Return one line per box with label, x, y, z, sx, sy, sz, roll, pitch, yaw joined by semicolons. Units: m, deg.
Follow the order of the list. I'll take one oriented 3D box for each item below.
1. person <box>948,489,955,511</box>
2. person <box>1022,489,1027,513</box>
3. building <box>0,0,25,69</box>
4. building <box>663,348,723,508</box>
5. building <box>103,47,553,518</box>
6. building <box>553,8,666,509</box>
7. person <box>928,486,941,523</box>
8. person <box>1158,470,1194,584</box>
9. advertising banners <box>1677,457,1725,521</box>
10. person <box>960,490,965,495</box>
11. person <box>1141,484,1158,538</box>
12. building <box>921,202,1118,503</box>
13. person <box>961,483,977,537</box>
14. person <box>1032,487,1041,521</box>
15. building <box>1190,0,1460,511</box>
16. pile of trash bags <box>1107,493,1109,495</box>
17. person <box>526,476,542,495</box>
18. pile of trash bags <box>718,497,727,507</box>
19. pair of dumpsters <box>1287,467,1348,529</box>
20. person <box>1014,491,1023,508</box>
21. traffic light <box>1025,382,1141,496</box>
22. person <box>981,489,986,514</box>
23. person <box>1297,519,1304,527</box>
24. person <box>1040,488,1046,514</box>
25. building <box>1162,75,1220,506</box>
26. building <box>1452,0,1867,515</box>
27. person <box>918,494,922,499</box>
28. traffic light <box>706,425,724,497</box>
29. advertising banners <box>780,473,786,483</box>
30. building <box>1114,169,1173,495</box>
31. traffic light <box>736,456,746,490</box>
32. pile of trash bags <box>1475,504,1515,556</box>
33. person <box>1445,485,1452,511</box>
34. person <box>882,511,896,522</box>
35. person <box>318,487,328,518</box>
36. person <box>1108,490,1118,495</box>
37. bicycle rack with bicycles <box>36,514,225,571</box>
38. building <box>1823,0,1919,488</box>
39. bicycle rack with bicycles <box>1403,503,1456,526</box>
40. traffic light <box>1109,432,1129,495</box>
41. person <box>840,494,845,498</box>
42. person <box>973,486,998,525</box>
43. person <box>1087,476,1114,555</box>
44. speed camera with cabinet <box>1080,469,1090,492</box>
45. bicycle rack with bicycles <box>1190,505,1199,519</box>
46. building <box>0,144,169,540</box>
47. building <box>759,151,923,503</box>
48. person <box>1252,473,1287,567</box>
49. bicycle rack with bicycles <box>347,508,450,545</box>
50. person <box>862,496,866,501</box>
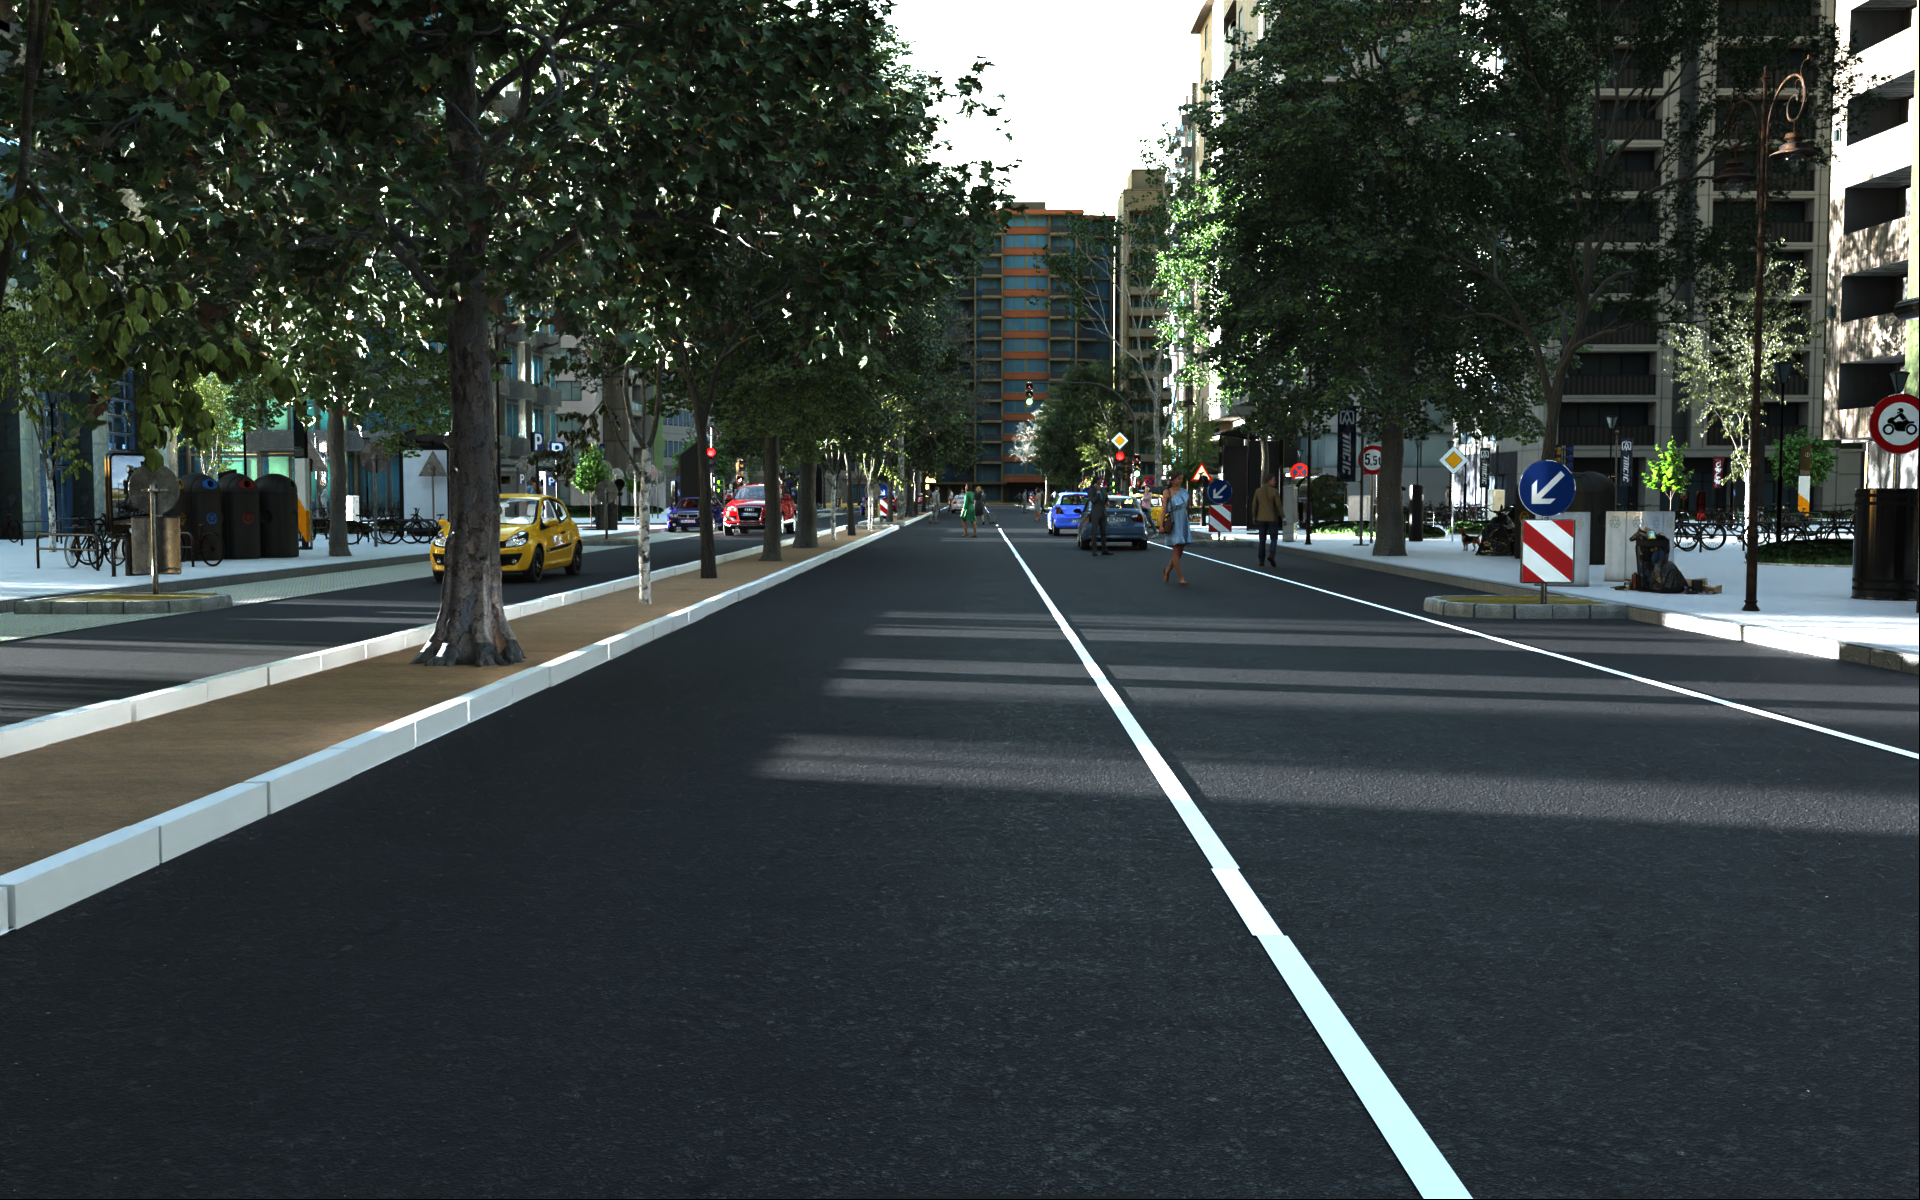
person;-0.690;-8.226;143.102;0.850;1.850;0.679;0;4;-3
person;4.878;-7.432;130.107;0.391;1.810;0.635;0;4;-5
building;-65.411;-31.563;105.299;27.495;52.752;28.713;0;4;1
building;-39.663;-40.511;204.346;28.212;58.520;21.231;0;4;1
building;-37.676;-29.759;106.160;23.786;49.044;30.456;0;4;1
building;-32.148;-27.887;139.550;14.154;41.232;14.086;0;4;1
person;-1.152;-4.639;84.466;0.853;1.813;0.709;-3;5;-42
person;3.392;-1.158;27.534;0.616;1.811;0.778;-2;4;-24
advertising banners;34.796;-5.209;81.360;2.074;3.025;0.090;3;4;36
person;0.127;-7.801;136.536;0.782;1.767;0.515;-2;4;-32
person;6.168;-2.893;56.392;0.643;1.750;0.593;0;4;0
building;8.853;-37.153;262.079;28.867;44.769;22.147;0;4;1
person;0.302;-2.974;57.366;0.529;1.795;0.600;2;4;24
person;4.004;-5.045;91.349;0.532;1.782;0.716;0;4;5
building;38.448;-35.523;170.032;28.713;52.752;27.495;0;4;1
pile of trash bags;12.114;-7.109;125.980;3.447;1.369;1.912;1;4;21
person;-12.394;-2.715;50.524;0.616;1.811;0.778;-2;4;-24
pile of trash bags;-14.775;-5.495;99.603;1.912;1.369;3.447;-3;5;-41
pair of dumpsters;13.144;-3.753;63.849;1.574;2.255;4.437;0;4;1
person;6.239;-10.553;181.762;1.217;1.735;0.721;2;4;27
traffic light;5.018;-5.840;70.145;4.771;5.953;1.251;0;4;1
person;1.608;-7.151;125.697;0.520;1.790;0.573;1;4;19
person;13.210;-3.738;67.174;0.620;1.820;0.660;-1;4;-18
person;5.991;-7.185;125.883;0.656;1.842;0.836;3;4;38
building;35.498;-35.464;199.452;23.786;49.044;30.456;0;4;1
building;41.800;-40.432;99.313;20.611;71.187;20.563;0;4;1
person;-4.453;-10.092;173.580;1.350;1.814;0.705;0;4;-7
traffic light;-10.050;-4.984;70.411;0.839;4.253;0.868;0;4;1
advertising banners;-15.336;-9.003;143.394;2.074;3.025;0.090;-2;4;-35
building;34.073;-38.939;260.360;21.600;48.544;21.300;0;4;1
traffic light;-7.883;-6.345;78.411;4.771;5.953;1.251;0;4;1
pile of trash bags;12.532;-1.658;36.853;1.912;1.369;3.447;3;5;45
person;27.597;-5.594;97.849;0.599;1.781;0.374;-2;4;-26
person;-3.719;-4.459;86.903;1.012;1.151;0.738;0;4;-4
person;-33.411;-5.176;90.853;0.466;1.800;0.511;-2;4;-33
person;7.936;-5.019;90.370;0.655;1.846;0.447;0;4;-7
bicycle rack with bicycles;-14.776;-1.039;30.372;2.925;0.926;2.852;2;4;33
building;31.762;-16.819;46.690;14.160;30.474;14.107;0;4;1
bicycle rack with bicycles;18.539;-3.416;69.230;2.925;0.926;2.852;0;4;-5
traffic light;7.185;-5.464;78.252;0.839;4.253;0.868;0;4;1
person;-14.199;-12.083;204.319;1.217;1.735;0.721;-1;4;-13
person;1.079;-4.422;81.024;0.699;1.804;1.509;-2;4;-31
person;3.315;-1.974;40.587;0.655;1.846;0.447;-2;4;-33
speed camera with cabinet;9.952;-8.582;134.657;0.660;3.252;2.038;-1;4;-16
bicycle rack with bicycles;10.036;-4.210;82.218;2.925;0.926;2.852;0;4;1
building;-41.991;-44.748;44.300;31.000;86.520;22.319;0;4;1
building;-19.696;-43.966;260.843;28.212;58.520;21.231;0;4;1
person;6.129;-1.583;34.299;0.656;1.842;0.836;0;4;0
bicycle rack with bicycles;-14.477;-1.939;45.089;2.925;0.926;2.852;-1;4;-9
person;-8.170;-8.172;146.397;0.394;1.301;0.425;1;4;15
